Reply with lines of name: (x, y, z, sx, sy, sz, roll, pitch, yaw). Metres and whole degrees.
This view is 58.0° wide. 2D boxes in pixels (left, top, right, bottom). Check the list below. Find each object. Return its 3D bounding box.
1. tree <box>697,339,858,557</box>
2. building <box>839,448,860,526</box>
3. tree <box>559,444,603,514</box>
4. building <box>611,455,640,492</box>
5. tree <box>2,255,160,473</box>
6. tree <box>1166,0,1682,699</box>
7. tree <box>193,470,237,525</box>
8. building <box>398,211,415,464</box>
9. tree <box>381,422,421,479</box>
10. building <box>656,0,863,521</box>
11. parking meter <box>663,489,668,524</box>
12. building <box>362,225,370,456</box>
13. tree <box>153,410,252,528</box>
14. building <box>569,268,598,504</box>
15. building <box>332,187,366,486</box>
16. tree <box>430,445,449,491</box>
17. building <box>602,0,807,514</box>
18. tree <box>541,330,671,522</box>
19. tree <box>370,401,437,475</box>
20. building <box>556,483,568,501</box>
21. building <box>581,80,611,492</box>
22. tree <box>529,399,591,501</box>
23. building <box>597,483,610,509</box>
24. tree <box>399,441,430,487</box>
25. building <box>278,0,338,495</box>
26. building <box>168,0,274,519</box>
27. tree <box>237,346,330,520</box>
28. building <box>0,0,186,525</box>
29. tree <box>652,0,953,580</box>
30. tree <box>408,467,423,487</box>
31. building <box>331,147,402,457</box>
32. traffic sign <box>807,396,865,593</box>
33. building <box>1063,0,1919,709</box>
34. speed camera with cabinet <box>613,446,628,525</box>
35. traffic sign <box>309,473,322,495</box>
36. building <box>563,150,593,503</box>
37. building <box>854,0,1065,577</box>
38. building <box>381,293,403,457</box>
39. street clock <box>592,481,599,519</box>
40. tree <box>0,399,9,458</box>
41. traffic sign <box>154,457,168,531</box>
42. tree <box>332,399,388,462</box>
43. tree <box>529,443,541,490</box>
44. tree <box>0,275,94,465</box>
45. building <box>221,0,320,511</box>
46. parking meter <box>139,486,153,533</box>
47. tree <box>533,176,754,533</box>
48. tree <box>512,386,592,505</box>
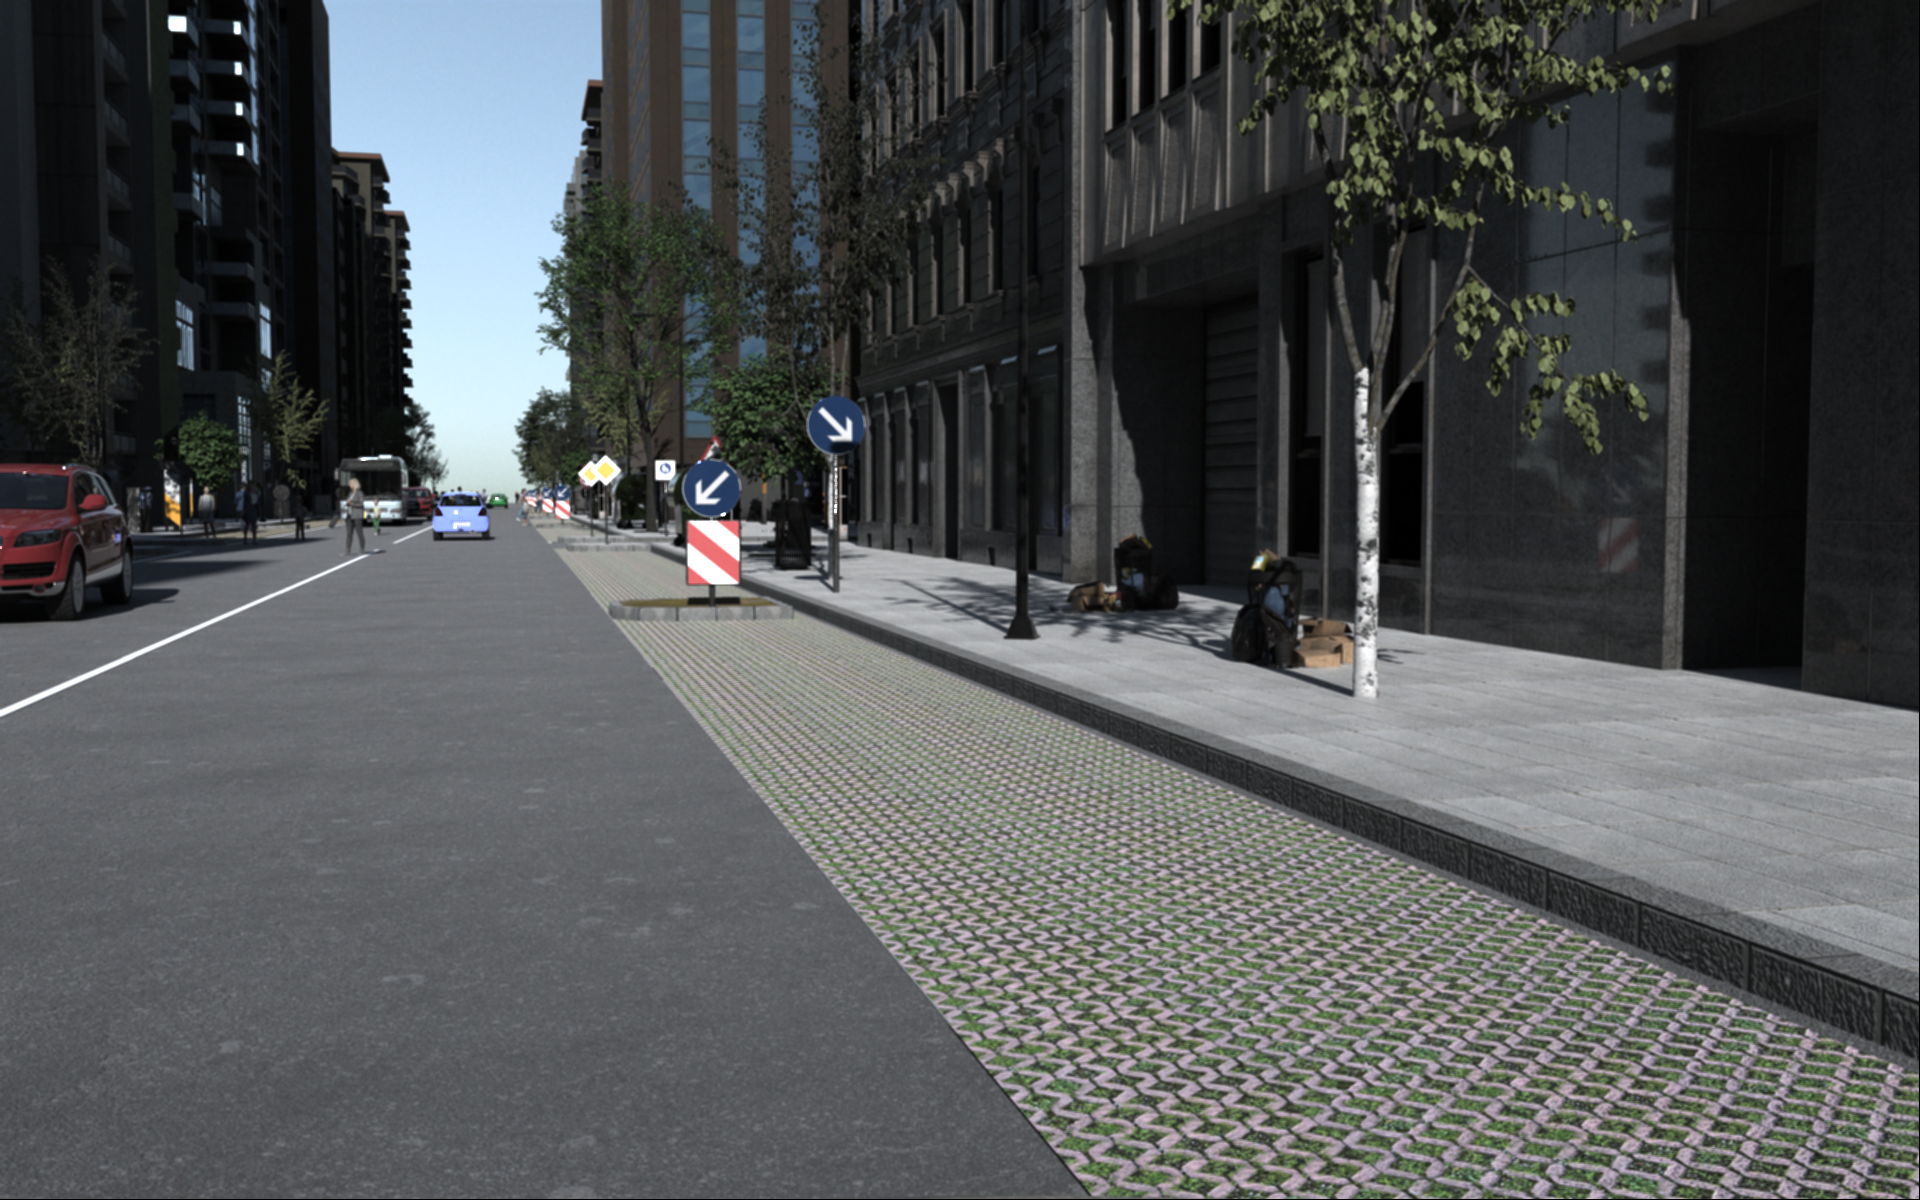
tree: (-3.751, -3.183, 35.762, 4.285, 4.588, 4.351, 0, 3, 0)
building: (9.544, -25.368, 69.392, 28.867, 44.769, 22.147, -1, 4, -15)
tree: (-24.615, -7.930, 113.364, 4.285, 4.588, 4.351, 0, 3, 0)
building: (-12.518, -41.358, 114.452, 20.563, 71.187, 20.611, -1, 4, -15)
tree: (-26.524, -6.242, 52.427, 4.360, 8.622, 3.978, 0, 3, 0)
tree: (2.582, -3.674, 10.439, 4.737, 8.622, 4.395, 0, 3, 0)
tree: (-31.597, -4.783, 72.804, 1.663, 3.219, 1.824, 0, 3, 0)
building: (-93.285, -36.868, 257.410, 22.147, 44.769, 28.867, -1, 4, -15)
tree: (-57.708, -13.907, 177.745, 4.737, 8.622, 4.395, 0, 3, 0)
building: (-9.678, -26.891, 89.775, 14.600, 45.320, 14.200, -1, 4, -15)
parking meter: (-12.920, -4.106, 75.551, 0.372, 1.533, 0.369, 0, 3, 0)
building: (-67.529, -24.619, 174.214, 14.160, 30.474, 14.107, -1, 4, -15)
tree: (-28.761, -5.037, 66.063, 4.285, 4.588, 4.351, 0, 3, 0)
building: (-42.666, -27.498, 221.297, 14.160, 30.474, 14.107, -1, 4, -15)
building: (-63.674, -23.790, 160.665, 14.160, 30.474, 14.107, -1, 4, -15)
tree: (-74.909, -17.840, 242.043, 4.360, 8.622, 3.978, 0, 3, 0)
building: (-20.927, -29.843, 138.049, 14.600, 45.320, 14.200, -1, 4, -15)
tree: (-15.515, -7.825, 78.296, 4.737, 8.622, 4.395, 0, 3, 0)
tree: (-61.641, -16.269, 191.747, 9.928, 11.665, 9.643, 0, 3, 0)
building: (-47.087, -35.488, 272.105, 32.217, 40.220, 23.993, -1, 4, -15)
building: (-28.639, -32.410, 184.531, 22.147, 44.769, 28.867, -1, 4, -15)
tree: (-30.266, -11.182, 133.183, 4.360, 8.622, 3.978, 0, 3, 0)
building: (-17.058, -28.597, 159.436, 32.217, 40.220, 23.993, -1, 4, -15)
tree: (-68.716, -16.245, 215.966, 4.360, 8.622, 3.978, 0, 3, 0)
building: (-60.614, -30.299, 145.507, 14.600, 45.320, 14.200, -1, 4, -15)
building: (-52.682, -48.196, 100.684, 22.319, 86.520, 31.000, -1, 4, -15)
tree: (-34.096, -8.345, 86.809, 4.737, 8.622, 4.395, 0, 3, 0)
building: (-38.928, -23.398, 66.145, 14.154, 41.232, 14.086, -1, 4, -15)
tree: (-2.099, -4.614, 25.803, 4.360, 8.622, 3.978, 0, 3, 0)
tree: (-65.835, -13.653, 206.941, 4.285, 4.588, 4.351, 0, 3, 0)
building: (-82.408, -34.270, 214.931, 22.147, 44.769, 28.867, -1, 4, -15)
traffic sign: (-1.612, -1.370, 22.501, 0.768, 2.556, 0.104, -1, 4, -14)
building: (9.800, -12.118, 16.152, 12.078, 24.808, 19.932, -1, 4, -15)
speed camera with cabinet: (-14.011, -4.719, 71.493, 0.660, 3.252, 2.038, -1, 4, -10)
traffic sign: (-39.520, -6.493, 106.261, 0.768, 2.556, 0.104, -1, 4, -11)
building: (-44.024, -38.183, 243.902, 23.786, 49.044, 30.456, -1, 4, -15)
building: (4.271, -11.338, 34.530, 9.793, 20.994, 18.267, -1, 4, -15)
building: (-84.466, -28.512, 237.871, 14.160, 30.474, 14.107, -1, 4, -15)
street clock: (-18.709, -5.150, 88.777, 0.358, 2.002, 0.471, 2, 4, 28)
tree: (-21.572, -3.180, 35.709, 4.285, 4.588, 4.351, 0, 3, 0)
traffic sign: (-27.278, -3.632, 59.491, 0.768, 2.556, 0.104, 0, 4, -6)
tree: (-47.078, -11.317, 135.398, 4.360, 8.622, 3.978, 0, 3, 0)
tree: (-46.333, -14.982, 195.320, 4.737, 8.622, 4.395, 0, 3, 0)
tree: (-30.974, -6.593, 58.164, 4.737, 8.622, 4.395, 0, 3, 0)
building: (-59.055, -42.128, 127.053, 20.563, 71.187, 20.611, -1, 4, -15)
parking meter: (-26.711, -2.962, 56.839, 0.372, 1.533, 0.369, 0, 3, 0)
tree: (-10.526, -8.079, 57.851, 9.928, 11.665, 9.643, 0, 3, 0)
tree: (-48.317, -18.308, 205.985, 9.857, 13.997, 8.962, 0, 3, 0)
